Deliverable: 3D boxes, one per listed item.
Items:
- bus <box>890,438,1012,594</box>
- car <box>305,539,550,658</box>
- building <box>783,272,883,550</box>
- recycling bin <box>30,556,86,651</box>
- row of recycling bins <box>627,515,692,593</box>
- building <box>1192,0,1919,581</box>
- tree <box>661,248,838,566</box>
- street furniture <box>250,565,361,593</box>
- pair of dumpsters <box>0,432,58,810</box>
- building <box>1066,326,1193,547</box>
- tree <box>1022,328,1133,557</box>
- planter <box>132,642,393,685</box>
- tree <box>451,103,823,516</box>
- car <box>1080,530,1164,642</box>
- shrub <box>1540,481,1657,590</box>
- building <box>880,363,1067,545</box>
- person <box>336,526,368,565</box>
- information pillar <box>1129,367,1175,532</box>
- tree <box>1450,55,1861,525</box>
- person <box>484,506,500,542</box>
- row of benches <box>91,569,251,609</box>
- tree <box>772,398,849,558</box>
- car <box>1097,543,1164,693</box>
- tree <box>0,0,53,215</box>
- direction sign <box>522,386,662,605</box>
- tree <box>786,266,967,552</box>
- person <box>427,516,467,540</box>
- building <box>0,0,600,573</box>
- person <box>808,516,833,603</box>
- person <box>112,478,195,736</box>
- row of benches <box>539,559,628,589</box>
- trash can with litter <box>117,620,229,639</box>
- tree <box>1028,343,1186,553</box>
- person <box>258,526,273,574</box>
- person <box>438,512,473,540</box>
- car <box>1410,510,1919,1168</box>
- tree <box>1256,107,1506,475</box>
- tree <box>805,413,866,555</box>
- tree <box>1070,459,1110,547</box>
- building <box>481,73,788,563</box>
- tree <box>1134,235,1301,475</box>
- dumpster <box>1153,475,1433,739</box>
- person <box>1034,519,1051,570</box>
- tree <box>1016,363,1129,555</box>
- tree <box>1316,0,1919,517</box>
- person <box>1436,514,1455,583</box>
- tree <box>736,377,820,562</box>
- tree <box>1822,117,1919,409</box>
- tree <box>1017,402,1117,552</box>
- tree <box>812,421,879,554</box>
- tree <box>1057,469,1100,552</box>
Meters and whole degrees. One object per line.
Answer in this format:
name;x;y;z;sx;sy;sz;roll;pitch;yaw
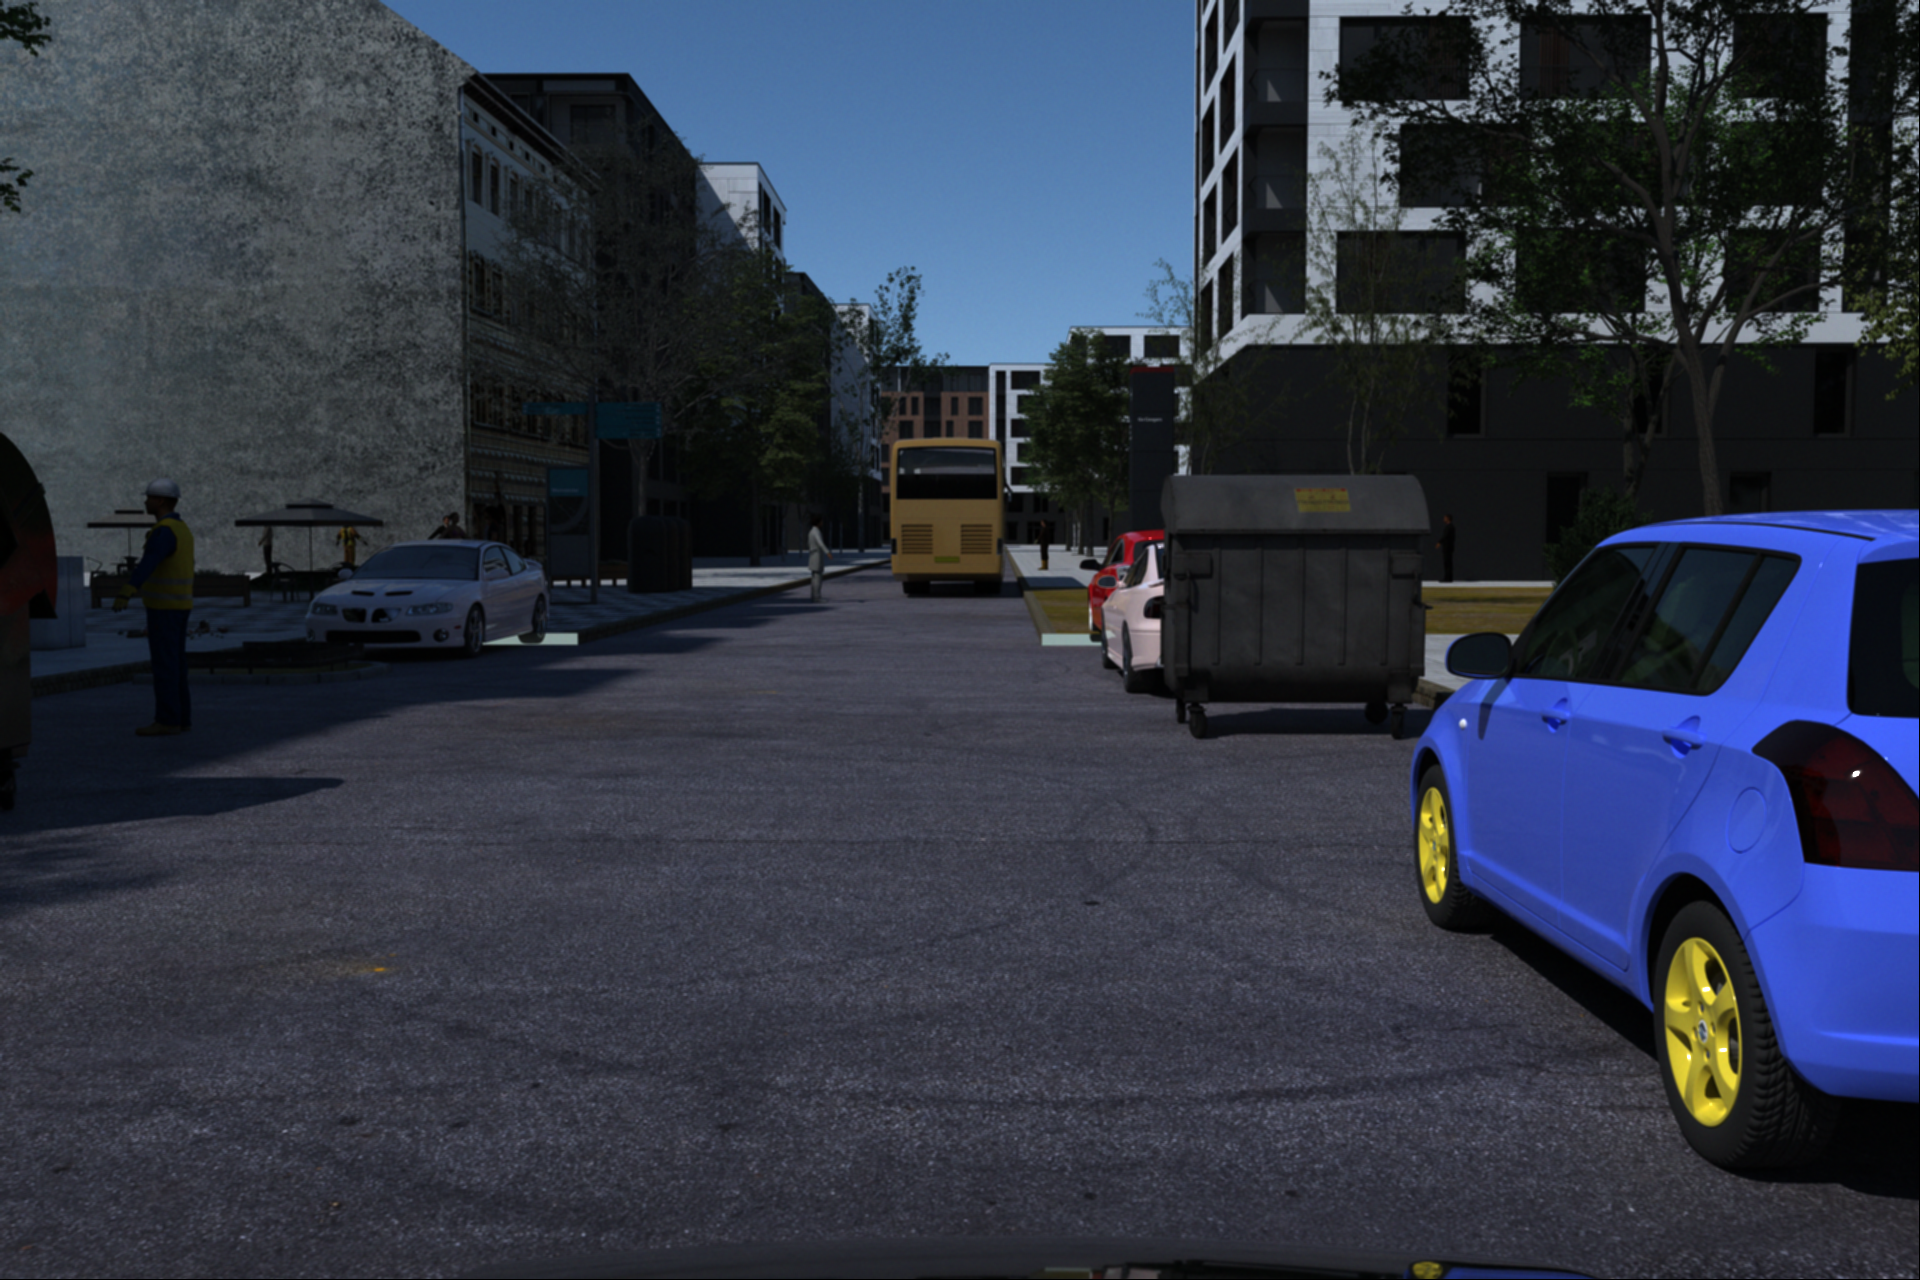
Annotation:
bus;-0.105;-3.235;44.435;2.896;3.916;12.252;0;4;2
car;-6.467;-0.558;21.493;2.083;1.381;4.827;0;4;2
building;-22.051;-18.842;152.049;27.936;21.610;32.646;0;4;2
recycling bin;-10.329;-0.419;19.398;0.722;1.027;0.722;0;4;2
row of recycling bins;-6.732;-1.963;39.213;1.069;1.692;3.534;0;4;3
building;22.134;-13.364;62.484;27.936;21.610;32.646;0;4;2
tree;-8.463;-9.228;69.000;7.486;12.596;7.792;0;3;0
street furniture;-13.958;-1.639;42.420;5.734;0.657;10.072;0;4;-4
pair of dumpsters;-6.967;-0.214;8.453;4.436;2.255;1.574;0;4;1
building;25.306;-20.949;186.493;27.936;21.610;32.646;0;4;2
tree;6.846;-10.877;95.966;7.486;12.596;7.792;0;3;0
planter;-6.880;0.225;17.465;1.991;0.319;1.994;0;4;2
tree;-9.129;-8.511;49.520;12.009;13.543;11.850;0;3;0
car;2.618;-0.782;21.828;2.155;1.783;4.494;0;3;0
shrub;9.534;-1.320;25.630;1.661;2.075;1.752;0;3;0
building;0.967;-22.823;219.593;32.646;21.610;27.936;0;4;-2
person;-19.834;-3.092;56.325;1.354;1.858;0.705;2;4;27
information pillar;2.990;-2.309;27.124;0.750;3.857;0.750;0;4;0
tree;14.764;-6.833;37.482;9.928;11.665;9.643;0;3;0
person;-8.927;-1.635;32.883;0.704;1.843;1.345;-1;4;-20
row of benches;-14.587;-0.898;30.144;4.104;0.672;1.422;-1;4;-18
tree;-8.723;-8.679;92.257;4.360;8.622;3.978;0;3;0
car;2.425;-0.283;16.984;2.083;1.381;4.827;0;4;1
tree;-13.022;-5.556;16.596;9.928;11.665;9.643;0;3;0
direction sign;-6.627;-2.638;31.900;2.525;3.948;1.411;0;4;2
tree;-5.546;-16.239;121.394;12.611;20.169;13.585;0;3;0
person;-14.720;-2.664;49.742;1.347;1.806;0.705;-1;4;-23
building;-25.212;-14.369;65.864;19.493;23.208;18.063;0;4;2
person;-2.971;-1.691;36.294;0.705;1.806;1.347;-1;4;-22
person;-5.734;-0.246;12.450;0.705;1.833;1.349;0;4;-7
row of benches;-8.667;-1.632;42.148;1.422;0.672;4.104;3;4;38
trash can with litter;-9.921;-0.681;22.189;1.678;1.210;2.233;0;4;1
tree;7.332;-9.239;85.465;8.767;10.594;7.601;1;4;12
person;-21.783;-2.953;54.406;0.705;1.813;1.348;-1;4;-10
person;-10.385;-1.777;35.853;0.721;1.733;1.217;2;4;32
car;2.535;0.268;5.204;1.945;1.707;3.694;0;4;1
tree;6.821;-4.888;30.288;4.360;8.622;3.978;0;3;0
tree;-7.965;-9.442;104.746;4.360;8.622;3.978;0;3;0
tree;7.546;-9.945;112.966;4.360;8.622;3.978;0;3;0
building;-25.038;-15.264;93.538;27.936;21.610;32.646;0;4;1
tree;5.811;-5.701;43.577;4.360;8.622;3.978;0;3;0
dumpster;2.376;-0.267;12.578;1.865;1.857;1.264;0;4;1
person;2.992;-3.417;62.002;0.704;1.812;1.346;2;4;24
tree;7.372;-11.046;106.356;9.928;11.665;9.643;0;3;0
tree;8.660;-5.224;19.828;8.767;10.594;7.601;0;4;-5
person;12.908;-2.426;45.895;0.704;1.802;1.346;2;4;31
tree;-8.290;-7.939;80.164;4.737;8.622;4.395;0;3;0
tree;16.740;-4.829;29.315;4.737;8.622;4.395;0;3;0
tree;8.060;-12.329;127.331;9.928;11.665;9.643;0;3;0
tree;-7.357;-9.779;110.250;4.737;8.622;4.395;0;3;0
tree;7.847;-10.418;120.698;4.360;8.622;3.978;0;3;0
